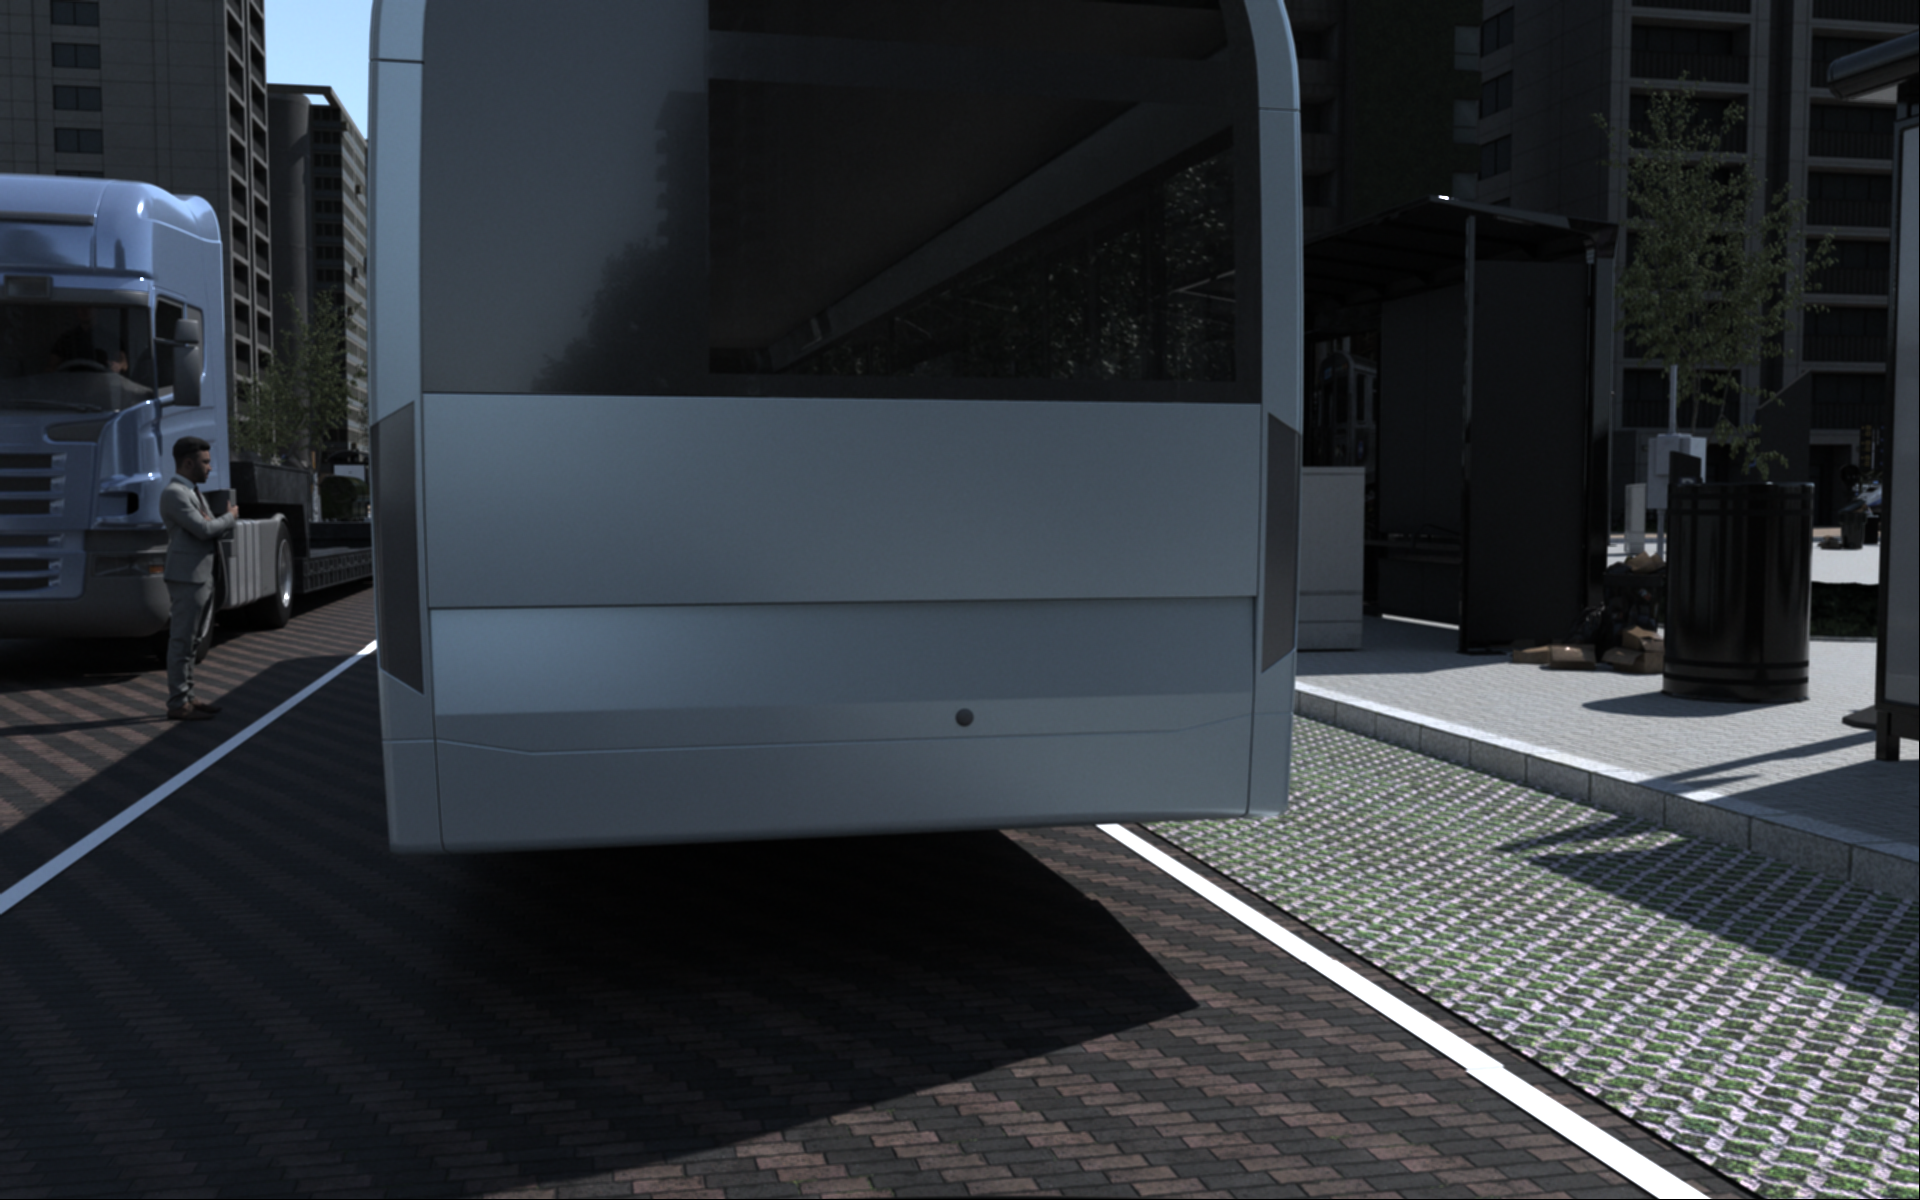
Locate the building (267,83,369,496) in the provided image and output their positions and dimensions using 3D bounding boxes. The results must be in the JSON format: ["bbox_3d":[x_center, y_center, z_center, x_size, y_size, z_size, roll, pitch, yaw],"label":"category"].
[{"bbox_3d":[-67.649,-28.640,160.145,23.993,40.220,32.217,-1,4,-12],"label":"building"}]

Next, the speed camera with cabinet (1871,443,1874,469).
[{"bbox_3d":[35.794,-4.426,66.706,2.038,3.252,0.660,1,4,12],"label":"speed camera with cabinet"}]

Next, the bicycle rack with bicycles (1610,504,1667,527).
[{"bbox_3d":[24.199,-2.975,62.018,2.852,0.926,2.925,-1,4,-10],"label":"bicycle rack with bicycles"}]

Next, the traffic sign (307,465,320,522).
[{"bbox_3d":[-25.737,-4.126,68.642,0.795,2.450,0.064,0,4,-8],"label":"traffic sign"}]

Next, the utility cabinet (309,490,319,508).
[{"bbox_3d":[-33.221,-4.856,88.066,1.173,1.500,0.318,-2,4,-31],"label":"utility cabinet"}]

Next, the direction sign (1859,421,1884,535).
[{"bbox_3d":[28.521,-3.793,54.017,0.876,3.537,0.379,2,4,30],"label":"direction sign"}]

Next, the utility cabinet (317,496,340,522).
[{"bbox_3d":[-27.138,-3.860,74.266,0.306,1.237,1.020,3,5,42],"label":"utility cabinet"}]

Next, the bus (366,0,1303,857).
[{"bbox_3d":[-1.784,-0.994,11.111,2.948,3.499,13.247,-1,4,-13],"label":"bus"}]

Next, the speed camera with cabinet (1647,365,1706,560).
[{"bbox_3d":[11.550,-1.954,26.287,0.660,3.252,2.038,-3,5,-42],"label":"speed camera with cabinet"}]

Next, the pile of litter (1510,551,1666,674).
[{"bbox_3d":[4.856,0.071,12.798,1.176,0.858,1.719,-1,4,-19],"label":"pile of litter"}]

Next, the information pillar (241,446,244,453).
[{"bbox_3d":[-34.846,-5.681,84.235,0.183,3.616,0.504,-2,4,-30],"label":"information pillar"}]

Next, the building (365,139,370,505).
[{"bbox_3d":[-76.125,-34.332,215.952,28.867,44.769,22.147,-1,4,-12],"label":"building"}]

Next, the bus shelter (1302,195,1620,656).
[{"bbox_3d":[3.888,-1.564,16.851,1.731,3.624,6.357,-1,4,-12],"label":"bus shelter"}]

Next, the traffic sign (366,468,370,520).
[{"bbox_3d":[-29.578,-5.283,86.383,0.884,2.594,0.081,0,4,-3],"label":"traffic sign"}]

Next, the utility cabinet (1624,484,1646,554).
[{"bbox_3d":[14.344,-1.722,36.840,0.318,1.500,1.173,1,4,16],"label":"utility cabinet"}]

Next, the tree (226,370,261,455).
[{"bbox_3d":[-44.225,-9.396,103.994,4.360,8.622,3.978,0,3,0],"label":"tree"}]

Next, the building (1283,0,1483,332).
[{"bbox_3d":[10.076,-17.999,65.992,14.107,30.474,14.160,-1,4,-12],"label":"building"}]

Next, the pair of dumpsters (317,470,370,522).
[{"bbox_3d":[-24.285,-4.021,68.230,1.574,2.255,4.437,-1,4,-12],"label":"pair of dumpsters"}]

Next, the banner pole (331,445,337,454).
[{"bbox_3d":[-31.988,-6.047,88.891,0.863,3.779,0.401,1,4,16],"label":"banner pole"}]

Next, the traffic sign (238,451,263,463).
[{"bbox_3d":[-20.949,-3.116,51.057,0.768,2.556,0.104,-1,4,-12],"label":"traffic sign"}]

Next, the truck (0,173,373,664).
[{"bbox_3d":[-9.015,-1.923,21.202,2.967,4.110,18.799,-1,4,-12],"label":"truck"}]

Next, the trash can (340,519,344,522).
[{"bbox_3d":[-27.310,-3.926,75.844,0.748,1.137,0.748,0,3,0],"label":"trash can"}]

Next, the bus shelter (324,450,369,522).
[{"bbox_3d":[-28.616,-5.388,82.016,2.014,3.302,5.546,-1,4,-12],"label":"bus shelter"}]

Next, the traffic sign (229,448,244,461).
[{"bbox_3d":[-15.323,-1.997,36.290,0.795,2.450,0.064,-1,4,-12],"label":"traffic sign"}]

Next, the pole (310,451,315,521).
[{"bbox_3d":[-30.931,-5.443,82.830,0.158,3.312,0.155,0,3,0],"label":"pole"}]

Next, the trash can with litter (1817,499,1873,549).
[{"bbox_3d":[20.528,-1.761,40.187,1.055,1.170,0.624,-1,4,-9],"label":"trash can with litter"}]

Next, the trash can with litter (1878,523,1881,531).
[{"bbox_3d":[32.179,-2.979,60.100,1.055,1.170,0.624,1,4,18],"label":"trash can with litter"}]

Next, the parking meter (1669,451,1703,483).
[{"bbox_3d":[9.858,-1.091,23.552,0.399,1.863,0.255,0,4,8],"label":"parking meter"}]

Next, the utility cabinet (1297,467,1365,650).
[{"bbox_3d":[2.677,-0.333,14.131,1.173,1.500,0.318,-1,4,-9],"label":"utility cabinet"}]

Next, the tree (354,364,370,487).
[{"bbox_3d":[-30.450,-8.705,92.684,4.360,8.622,3.978,0,3,0],"label":"tree"}]

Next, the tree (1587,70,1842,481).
[{"bbox_3d":[12.861,-4.894,30.378,4.737,8.622,4.395,0,3,0],"label":"tree"}]

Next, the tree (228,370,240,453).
[{"bbox_3d":[-39.467,-9.017,97.785,4.737,8.622,4.395,0,3,0],"label":"tree"}]

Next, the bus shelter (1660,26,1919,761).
[{"bbox_3d":[5.509,-1.794,6.964,2.179,5.291,8.768,-1,4,-12],"label":"bus shelter"}]

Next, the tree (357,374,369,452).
[{"bbox_3d":[-34.318,-11.903,111.623,9.611,12.733,9.660,0,3,0],"label":"tree"}]

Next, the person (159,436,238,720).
[{"bbox_3d":[-4.873,-0.149,11.121,0.466,1.800,0.511,-2,4,-25],"label":"person"}]

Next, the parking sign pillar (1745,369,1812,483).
[{"bbox_3d":[17.677,-2.996,37.462,1.447,3.967,1.447,-1,4,-15],"label":"parking sign pillar"}]

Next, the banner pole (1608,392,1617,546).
[{"bbox_3d":[16.088,-3.230,42.831,0.401,3.779,0.863,1,4,23],"label":"banner pole"}]

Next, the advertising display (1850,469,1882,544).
[{"bbox_3d":[23.389,-2.401,44.474,0.974,1.923,0.123,1,4,16],"label":"advertising display"}]

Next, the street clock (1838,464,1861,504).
[{"bbox_3d":[21.760,-2.315,42.416,0.471,2.002,0.358,1,4,17],"label":"street clock"}]

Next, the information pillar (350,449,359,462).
[{"bbox_3d":[-31.095,-5.973,89.017,0.183,3.616,0.504,3,5,42],"label":"information pillar"}]

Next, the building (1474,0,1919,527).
[{"bbox_3d":[33.635,-38.998,75.875,20.611,71.187,20.563,-1,4,-12],"label":"building"}]

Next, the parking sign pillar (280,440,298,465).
[{"bbox_3d":[-32.661,-5.866,84.377,1.447,3.967,1.447,0,4,-2],"label":"parking sign pillar"}]

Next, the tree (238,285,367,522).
[{"bbox_3d":[-22.864,-6.771,61.067,4.737,8.622,4.395,0,3,0],"label":"tree"}]

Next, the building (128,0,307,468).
[{"bbox_3d":[-58.139,-41.800,121.684,20.563,71.187,20.611,-1,4,-12],"label":"building"}]

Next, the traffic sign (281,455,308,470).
[{"bbox_3d":[-16.983,-2.475,44.101,0.795,2.450,0.064,-1,4,-12],"label":"traffic sign"}]
